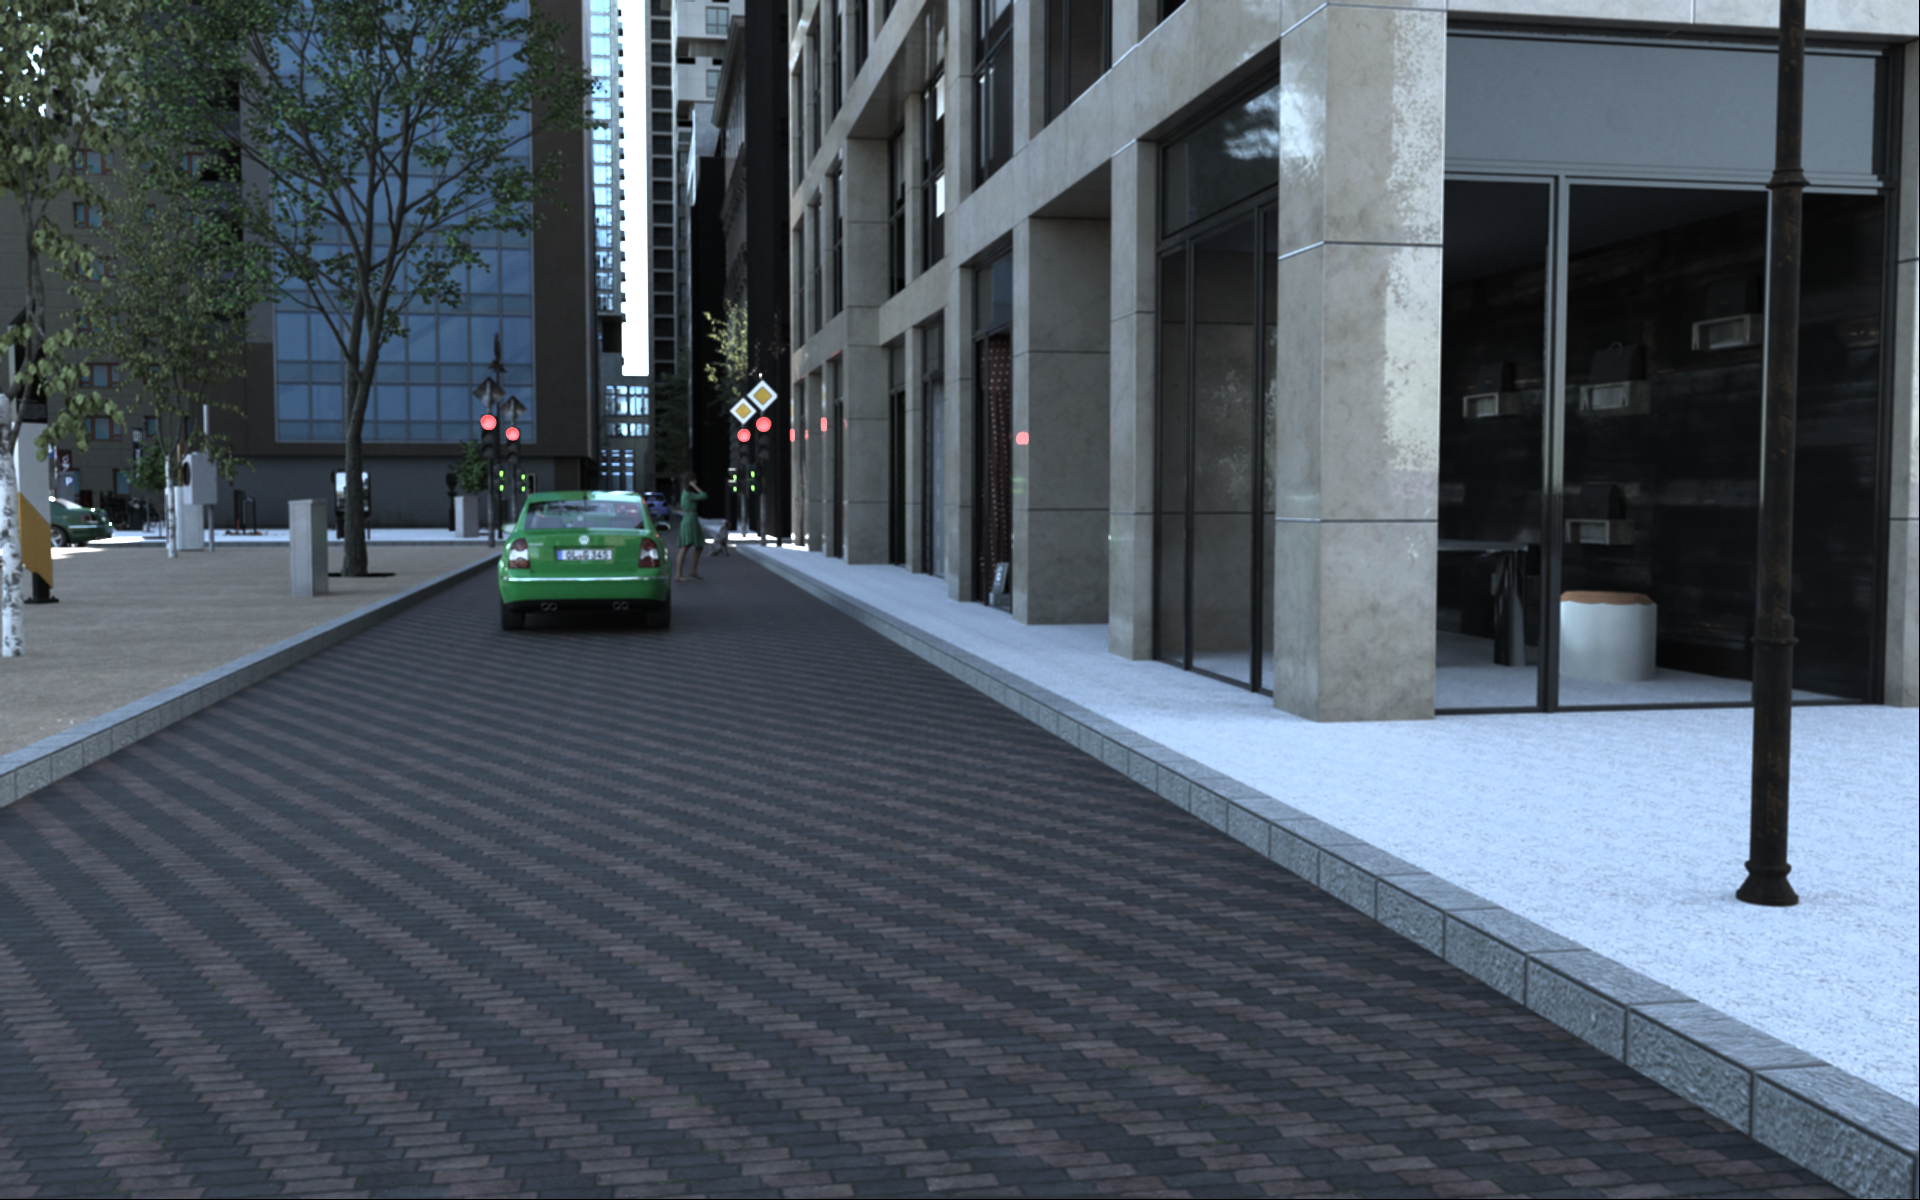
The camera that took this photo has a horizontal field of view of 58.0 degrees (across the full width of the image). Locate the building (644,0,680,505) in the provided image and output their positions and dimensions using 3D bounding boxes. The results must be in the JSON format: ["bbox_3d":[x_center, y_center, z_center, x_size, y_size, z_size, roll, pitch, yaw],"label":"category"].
[{"bbox_3d":[-28.852,-47.612,216.716,20.611,71.187,20.563,-1,4,-10],"label":"building"}]

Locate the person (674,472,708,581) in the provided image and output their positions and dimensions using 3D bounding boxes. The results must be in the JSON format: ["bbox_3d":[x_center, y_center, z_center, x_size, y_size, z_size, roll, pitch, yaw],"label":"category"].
[{"bbox_3d":[-4.475,-1.214,28.594,0.529,1.795,0.600,-2,4,-25],"label":"person"}]

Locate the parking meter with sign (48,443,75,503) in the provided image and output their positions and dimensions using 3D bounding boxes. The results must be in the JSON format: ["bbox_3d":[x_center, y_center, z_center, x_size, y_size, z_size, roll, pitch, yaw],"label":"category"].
[{"bbox_3d":[-30.224,-3.796,58.332,1.738,3.016,0.543,2,4,30],"label":"parking meter with sign"}]

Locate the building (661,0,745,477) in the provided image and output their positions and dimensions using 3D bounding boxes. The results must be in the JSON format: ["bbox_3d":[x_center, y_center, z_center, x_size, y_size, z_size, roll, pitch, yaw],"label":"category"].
[{"bbox_3d":[-13.306,-35.152,163.974,28.713,52.752,27.495,-1,4,-10],"label":"building"}]

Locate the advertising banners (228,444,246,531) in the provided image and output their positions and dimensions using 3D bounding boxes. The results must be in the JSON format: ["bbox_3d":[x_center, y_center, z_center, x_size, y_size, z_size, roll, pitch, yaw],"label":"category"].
[{"bbox_3d":[-25.519,-3.970,61.103,0.090,3.025,2.074,-1,4,-9],"label":"advertising banners"}]

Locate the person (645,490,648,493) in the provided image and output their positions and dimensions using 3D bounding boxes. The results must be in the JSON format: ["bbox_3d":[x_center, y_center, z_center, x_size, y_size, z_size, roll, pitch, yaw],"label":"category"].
[{"bbox_3d":[-27.766,-8.865,153.435,0.705,1.826,1.348,2,4,24],"label":"person"}]

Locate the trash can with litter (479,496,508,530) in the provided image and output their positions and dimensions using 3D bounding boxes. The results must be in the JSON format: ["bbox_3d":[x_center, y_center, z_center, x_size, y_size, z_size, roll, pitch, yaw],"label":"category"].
[{"bbox_3d":[-16.886,-3.127,62.183,2.233,1.210,1.678,-1,4,-11],"label":"trash can with litter"}]

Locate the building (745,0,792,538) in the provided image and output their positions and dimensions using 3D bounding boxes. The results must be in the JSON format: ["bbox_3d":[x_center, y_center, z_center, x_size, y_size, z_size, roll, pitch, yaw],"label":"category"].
[{"bbox_3d":[1.303,-13.899,56.927,15.834,23.373,12.332,-1,4,-10],"label":"building"}]

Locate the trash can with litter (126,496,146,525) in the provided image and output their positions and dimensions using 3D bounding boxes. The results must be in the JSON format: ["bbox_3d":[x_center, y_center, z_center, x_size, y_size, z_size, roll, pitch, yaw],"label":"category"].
[{"bbox_3d":[-34.827,-3.726,71.984,1.678,1.210,2.233,3,5,41],"label":"trash can with litter"}]

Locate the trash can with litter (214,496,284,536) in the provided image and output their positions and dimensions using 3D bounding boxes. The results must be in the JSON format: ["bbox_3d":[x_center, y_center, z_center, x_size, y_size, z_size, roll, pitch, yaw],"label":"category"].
[{"bbox_3d":[-22.426,-2.639,54.212,2.233,1.210,1.678,2,4,29],"label":"trash can with litter"}]

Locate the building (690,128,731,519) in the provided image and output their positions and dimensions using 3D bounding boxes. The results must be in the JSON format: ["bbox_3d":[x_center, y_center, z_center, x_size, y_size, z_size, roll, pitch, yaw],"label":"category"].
[{"bbox_3d":[-8.739,-16.413,98.026,12.332,23.373,15.834,-1,4,-10],"label":"building"}]

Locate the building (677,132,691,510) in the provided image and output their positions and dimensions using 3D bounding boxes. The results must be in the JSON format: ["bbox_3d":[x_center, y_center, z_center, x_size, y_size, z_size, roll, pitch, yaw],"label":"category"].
[{"bbox_3d":[-16.089,-22.674,142.423,14.160,30.474,14.107,-1,4,-10],"label":"building"}]

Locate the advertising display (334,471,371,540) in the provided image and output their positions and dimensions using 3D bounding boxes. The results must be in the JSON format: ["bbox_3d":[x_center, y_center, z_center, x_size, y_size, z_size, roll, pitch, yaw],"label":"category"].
[{"bbox_3d":[-17.064,-2.658,48.679,0.974,1.923,0.123,0,4,0],"label":"advertising display"}]

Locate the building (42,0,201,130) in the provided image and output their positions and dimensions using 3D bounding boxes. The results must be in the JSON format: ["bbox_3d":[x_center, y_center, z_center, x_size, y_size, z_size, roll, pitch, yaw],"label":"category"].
[{"bbox_3d":[-94.227,-46.896,204.998,20.611,71.187,20.563,-1,4,-10],"label":"building"}]

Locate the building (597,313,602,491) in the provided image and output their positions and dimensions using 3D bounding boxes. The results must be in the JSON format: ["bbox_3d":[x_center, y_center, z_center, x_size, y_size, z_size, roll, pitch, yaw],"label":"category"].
[{"bbox_3d":[-52.829,-20.639,182.488,28.899,21.520,27.650,-1,4,-10],"label":"building"}]

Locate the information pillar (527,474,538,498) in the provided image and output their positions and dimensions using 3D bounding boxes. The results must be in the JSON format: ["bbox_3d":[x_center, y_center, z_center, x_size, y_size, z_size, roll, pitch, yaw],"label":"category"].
[{"bbox_3d":[-15.800,-3.641,64.027,0.304,2.012,0.304,0,4,6],"label":"information pillar"}]

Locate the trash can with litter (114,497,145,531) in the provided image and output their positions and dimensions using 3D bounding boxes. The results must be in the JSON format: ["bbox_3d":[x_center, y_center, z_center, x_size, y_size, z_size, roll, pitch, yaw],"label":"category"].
[{"bbox_3d":[-28.972,-2.994,60.332,1.055,1.170,0.624,0,4,4],"label":"trash can with litter"}]

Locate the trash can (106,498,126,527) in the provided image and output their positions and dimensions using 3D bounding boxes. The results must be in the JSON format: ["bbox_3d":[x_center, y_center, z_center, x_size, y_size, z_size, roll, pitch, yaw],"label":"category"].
[{"bbox_3d":[-33.289,-3.468,68.351,0.748,1.137,0.748,0,3,0],"label":"trash can"}]

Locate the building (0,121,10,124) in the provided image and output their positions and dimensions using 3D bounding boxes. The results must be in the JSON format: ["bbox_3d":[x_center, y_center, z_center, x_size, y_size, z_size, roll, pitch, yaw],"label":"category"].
[{"bbox_3d":[-111.250,-33.621,199.808,14.200,45.320,14.600,-1,4,-10],"label":"building"}]

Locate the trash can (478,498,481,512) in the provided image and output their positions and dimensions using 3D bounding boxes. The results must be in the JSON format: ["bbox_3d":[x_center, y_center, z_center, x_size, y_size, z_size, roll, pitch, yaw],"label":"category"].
[{"bbox_3d":[-15.954,-2.732,56.320,0.748,1.137,0.748,0,3,0],"label":"trash can"}]

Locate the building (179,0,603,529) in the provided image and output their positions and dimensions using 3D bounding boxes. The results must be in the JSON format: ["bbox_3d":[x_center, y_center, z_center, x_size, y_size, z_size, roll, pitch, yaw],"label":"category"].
[{"bbox_3d":[-22.006,-25.638,69.297,14.600,45.320,14.200,-1,4,-10],"label":"building"}]

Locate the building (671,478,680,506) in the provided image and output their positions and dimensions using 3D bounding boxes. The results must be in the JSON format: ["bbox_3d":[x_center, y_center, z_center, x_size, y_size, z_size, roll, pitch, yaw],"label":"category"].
[{"bbox_3d":[-15.475,-30.471,190.089,32.217,40.220,23.993,-1,4,-10],"label":"building"}]

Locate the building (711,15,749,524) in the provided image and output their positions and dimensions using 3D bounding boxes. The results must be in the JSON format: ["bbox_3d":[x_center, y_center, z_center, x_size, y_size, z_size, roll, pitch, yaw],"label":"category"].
[{"bbox_3d":[-5.367,-15.322,79.401,11.050,23.489,19.941,-1,4,-10],"label":"building"}]

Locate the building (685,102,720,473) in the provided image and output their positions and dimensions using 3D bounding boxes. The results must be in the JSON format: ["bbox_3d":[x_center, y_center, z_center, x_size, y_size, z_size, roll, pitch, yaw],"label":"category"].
[{"bbox_3d":[-11.864,-18.198,115.558,12.078,24.808,19.932,-1,4,-10],"label":"building"}]

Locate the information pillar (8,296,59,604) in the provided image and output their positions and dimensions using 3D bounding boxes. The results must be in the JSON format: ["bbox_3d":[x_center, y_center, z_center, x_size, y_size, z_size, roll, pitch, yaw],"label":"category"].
[{"bbox_3d":[-10.820,-1.763,20.178,0.183,3.616,0.504,1,4,14],"label":"information pillar"}]

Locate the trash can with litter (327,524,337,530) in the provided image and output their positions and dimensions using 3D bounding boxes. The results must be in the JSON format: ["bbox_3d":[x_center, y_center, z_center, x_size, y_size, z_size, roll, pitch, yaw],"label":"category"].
[{"bbox_3d":[-22.264,-3.124,62.138,1.678,1.210,2.233,-1,4,-9],"label":"trash can with litter"}]

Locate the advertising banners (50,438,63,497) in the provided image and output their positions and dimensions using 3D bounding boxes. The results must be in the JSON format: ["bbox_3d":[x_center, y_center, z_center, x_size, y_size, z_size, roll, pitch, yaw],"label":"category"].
[{"bbox_3d":[-28.437,-3.557,54.353,0.090,3.025,2.074,-2,4,-34],"label":"advertising banners"}]

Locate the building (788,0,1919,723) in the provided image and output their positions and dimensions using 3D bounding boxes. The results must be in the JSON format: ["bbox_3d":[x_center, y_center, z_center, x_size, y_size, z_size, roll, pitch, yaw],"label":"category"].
[{"bbox_3d":[8.350,-13.628,27.339,19.350,26.468,34.151,-1,4,-10],"label":"building"}]

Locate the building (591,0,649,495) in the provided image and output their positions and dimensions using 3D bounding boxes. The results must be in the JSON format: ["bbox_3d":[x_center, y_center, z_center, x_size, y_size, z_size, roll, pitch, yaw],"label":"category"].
[{"bbox_3d":[-54.258,-54.988,211.731,31.000,86.520,22.319,-1,4,-10],"label":"building"}]

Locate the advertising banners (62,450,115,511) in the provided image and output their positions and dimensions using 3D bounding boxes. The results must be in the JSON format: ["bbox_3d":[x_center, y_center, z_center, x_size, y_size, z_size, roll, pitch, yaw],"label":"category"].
[{"bbox_3d":[-34.885,-4.463,69.162,2.074,3.025,0.090,-3,5,-43],"label":"advertising banners"}]

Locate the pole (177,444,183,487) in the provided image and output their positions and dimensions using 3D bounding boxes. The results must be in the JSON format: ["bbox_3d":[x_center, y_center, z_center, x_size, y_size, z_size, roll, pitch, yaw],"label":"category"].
[{"bbox_3d":[-31.553,-4.668,70.168,0.158,3.312,0.155,0,3,0],"label":"pole"}]

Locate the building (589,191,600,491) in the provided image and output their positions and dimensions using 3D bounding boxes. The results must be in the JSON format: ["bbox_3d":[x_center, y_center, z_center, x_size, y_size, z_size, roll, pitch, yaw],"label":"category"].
[{"bbox_3d":[-40.234,-23.580,157.238,14.160,30.474,14.107,-1,4,-10],"label":"building"}]

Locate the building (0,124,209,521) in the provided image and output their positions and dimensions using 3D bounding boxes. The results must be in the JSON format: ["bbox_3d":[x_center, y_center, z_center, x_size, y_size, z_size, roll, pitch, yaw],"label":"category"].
[{"bbox_3d":[-36.093,-15.436,97.414,27.650,21.520,28.899,-1,4,-10],"label":"building"}]
